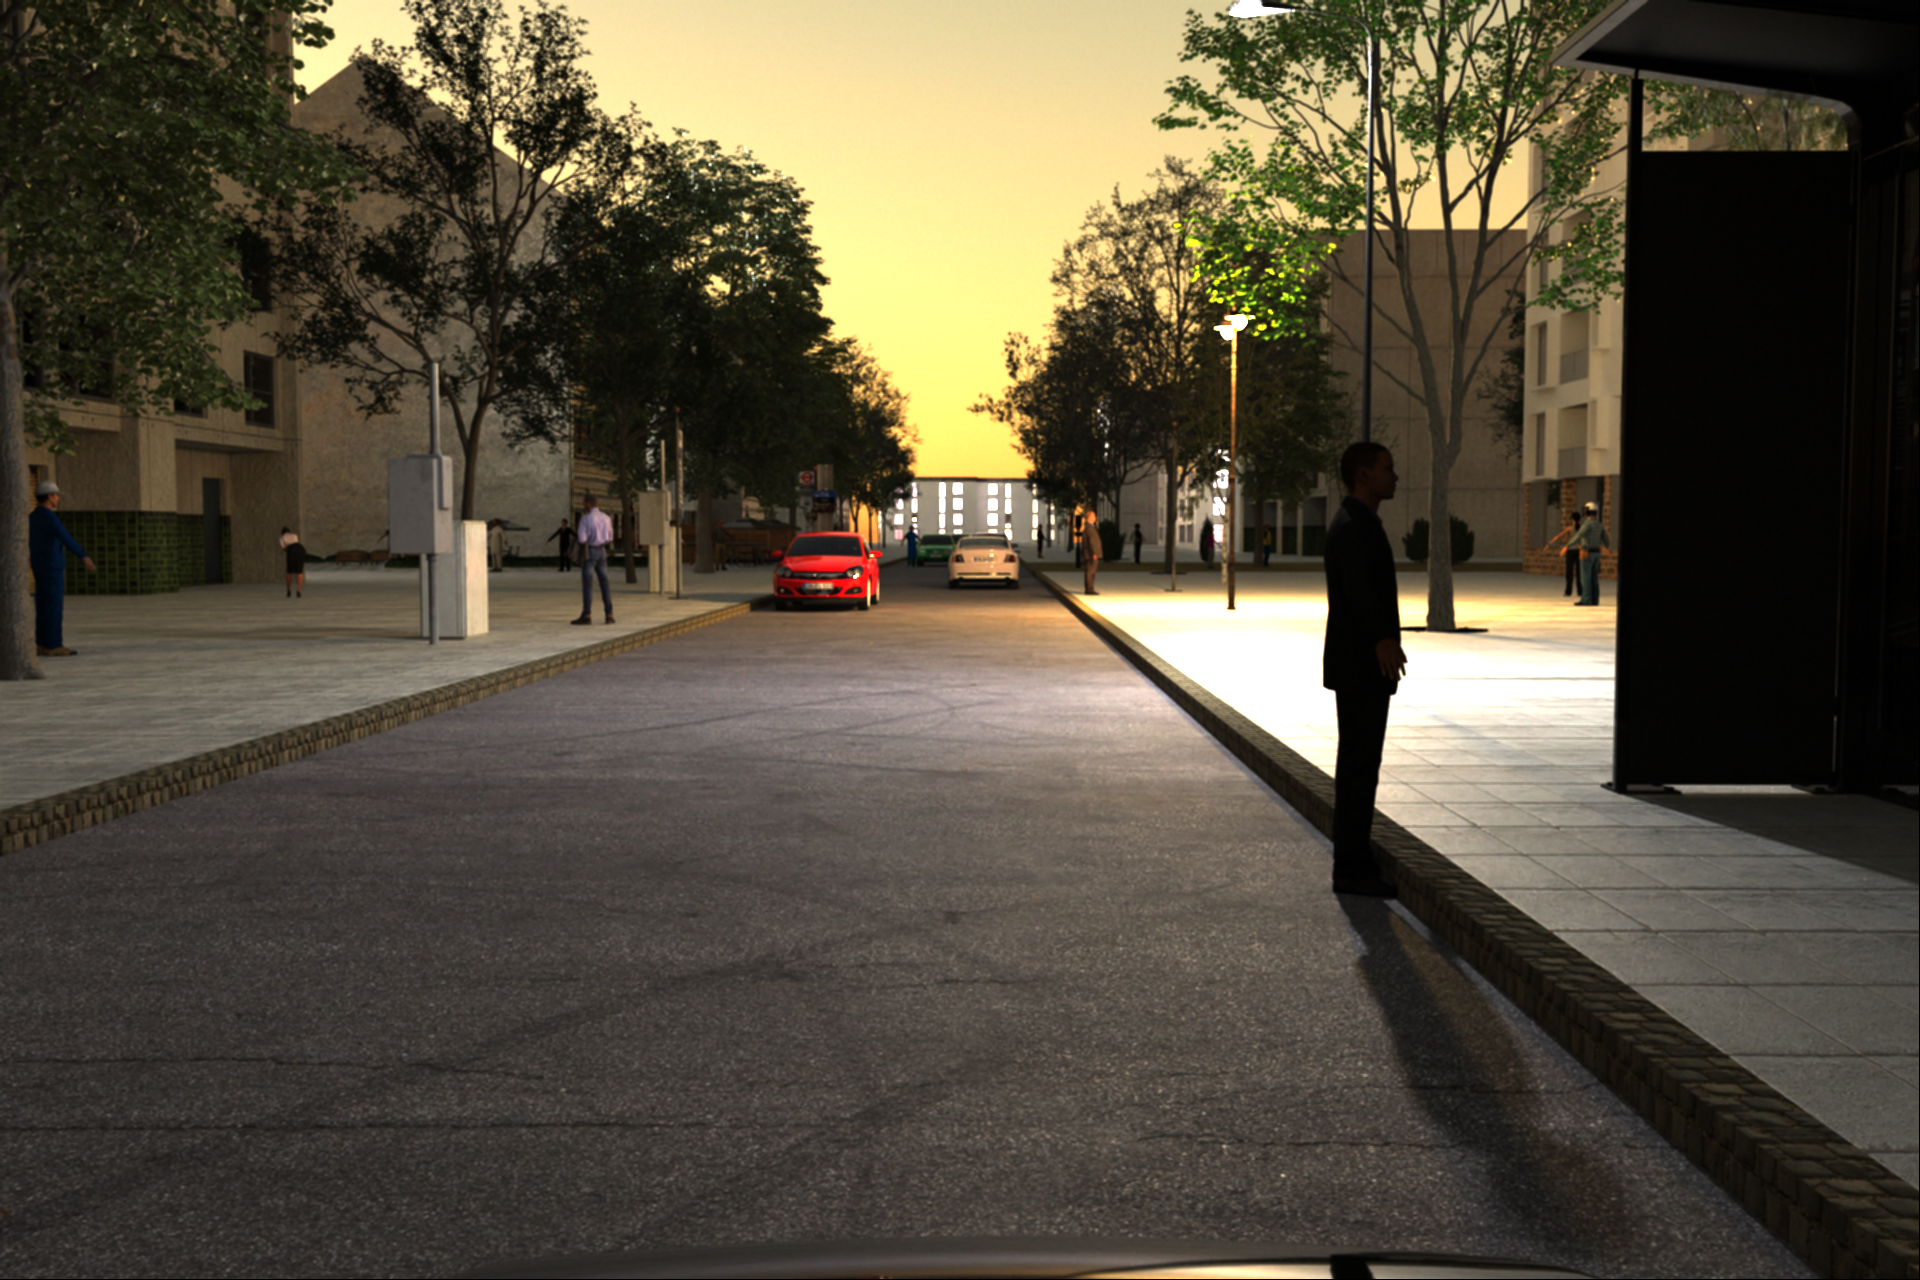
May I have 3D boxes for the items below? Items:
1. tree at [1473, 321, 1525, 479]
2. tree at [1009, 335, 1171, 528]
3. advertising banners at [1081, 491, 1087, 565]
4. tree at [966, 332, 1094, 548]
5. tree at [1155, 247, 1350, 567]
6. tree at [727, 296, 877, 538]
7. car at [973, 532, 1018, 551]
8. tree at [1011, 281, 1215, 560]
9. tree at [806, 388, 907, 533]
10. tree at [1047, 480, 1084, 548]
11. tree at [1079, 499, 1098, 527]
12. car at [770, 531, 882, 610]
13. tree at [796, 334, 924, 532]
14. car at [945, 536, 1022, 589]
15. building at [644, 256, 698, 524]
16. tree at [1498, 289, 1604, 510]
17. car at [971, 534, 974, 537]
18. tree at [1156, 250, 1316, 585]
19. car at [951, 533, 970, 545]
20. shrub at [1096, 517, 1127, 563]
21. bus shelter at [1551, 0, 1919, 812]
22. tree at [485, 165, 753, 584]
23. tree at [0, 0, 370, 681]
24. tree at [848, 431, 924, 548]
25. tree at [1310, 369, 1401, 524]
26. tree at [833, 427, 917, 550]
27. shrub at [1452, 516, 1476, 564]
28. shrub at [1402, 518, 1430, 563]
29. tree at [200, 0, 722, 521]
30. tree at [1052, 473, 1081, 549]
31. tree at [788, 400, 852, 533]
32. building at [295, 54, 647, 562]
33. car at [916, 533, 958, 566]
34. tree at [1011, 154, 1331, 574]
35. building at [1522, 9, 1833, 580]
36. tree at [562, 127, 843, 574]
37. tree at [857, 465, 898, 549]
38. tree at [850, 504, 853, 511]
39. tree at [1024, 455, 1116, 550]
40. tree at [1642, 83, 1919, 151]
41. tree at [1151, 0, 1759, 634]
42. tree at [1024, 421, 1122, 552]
[{"bbox_3d":[28.171,-10.224,77.538,12.009,13.543,11.850,0,3,0],"label":"tree"},{"bbox_3d":[7.656,-11.528,98.858,12.009,13.543,11.850,0,3,0],"label":"tree"},{"bbox_3d":[5.088,-4.590,71.232,0.090,3.025,2.074,0,4,-1],"label":"advertising banners"},{"bbox_3d":[7.067,-18.827,163.707,12.611,20.169,13.585,0,3,0],"label":"tree"},{"bbox_3d":[11.541,-9.151,67.743,7.486,12.596,7.792,0,3,0],"label":"tree"},{"bbox_3d":[-7.813,-10.034,82.186,7.486,12.596,7.792,0,3,0],"label":"tree"},{"bbox_3d":[1.021,-3.028,59.092,1.945,1.707,3.694,0,4,1],"label":"car"},{"bbox_3d":[7.689,-10.701,85.337,12.009,13.543,11.850,0,3,0],"label":"tree"},{"bbox_3d":[-7.556,-12.117,123.864,9.928,11.665,9.643,0,3,0],"label":"tree"},{"bbox_3d":[8.809,-12.434,153.654,4.737,8.622,4.395,0,3,0],"label":"tree"},{"bbox_3d":[21.043,-20.334,250.581,7.486,12.596,7.792,0,3,0],"label":"tree"},{"bbox_3d":[-2.569,-1.517,33.838,2.155,1.783,4.494,0,4,1],"label":"car"},{"bbox_3d":[-7.288,-11.990,106.414,12.009,13.543,11.850,0,3,0],"label":"tree"},{"bbox_3d":[0.624,-2.083,46.427,2.083,1.381,4.827,0,4,0],"label":"car"},{"bbox_3d":[-24.261,-15.788,114.550,16.016,20.090,11.380,0,4,1],"label":"building"},{"bbox_3d":[25.561,-9.782,66.585,9.857,13.997,8.962,0,3,0],"label":"tree"},{"bbox_3d":[1.397,-6.667,120.802,2.131,1.459,4.920,0,4,1],"label":"car"},{"bbox_3d":[6.512,-5.668,43.039,4.360,8.622,3.978,0,3,0],"label":"tree"},{"bbox_3d":[-0.101,-5.255,94.720,1.959,1.807,4.718,0,4,1],"label":"car"},{"bbox_3d":[6.626,-4.490,77.834,1.690,2.028,1.600,0,3,0],"label":"shrub"},{"bbox_3d":[3.713,-0.870,5.508,1.731,3.624,6.357,0,4,1],"label":"bus shelter"},{"bbox_3d":[-8.871,-6.740,44.619,7.601,10.594,8.767,0,4,-7],"label":"tree"},{"bbox_3d":[-8.452,-5.897,14.547,7.486,12.596,7.792,0,3,0],"label":"tree"},{"bbox_3d":[-7.124,-13.641,157.436,8.767,10.594,7.601,2,4,30],"label":"tree"},{"bbox_3d":[17.157,-7.759,77.221,4.360,8.622,3.978,0,3,0],"label":"tree"},{"bbox_3d":[-7.034,-12.554,139.666,8.767,10.594,7.601,2,4,27],"label":"tree"},{"bbox_3d":[21.133,-4.268,73.816,1.661,2.075,1.752,0,3,0],"label":"shrub"},{"bbox_3d":[20.610,-4.486,77.396,1.661,2.075,1.752,0,3,0],"label":"shrub"},{"bbox_3d":[-8.369,-5.776,28.857,8.767,10.594,7.601,-1,4,-13],"label":"tree"},{"bbox_3d":[8.992,-11.872,144.475,4.737,8.622,4.395,0,3,0],"label":"tree"},{"bbox_3d":[-7.680,-8.523,89.706,4.737,8.622,4.395,0,3,0],"label":"tree"},{"bbox_3d":[-27.166,-15.781,88.944,19.493,23.208,18.063,0,4,1],"label":"building"},{"bbox_3d":[-1.036,-4.237,78.066,1.959,1.807,4.718,0,4,1],"label":"car"},{"bbox_3d":[6.833,-8.867,55.349,12.009,13.543,11.850,0,3,0],"label":"tree"},{"bbox_3d":[23.183,-12.064,53.671,16.016,20.090,11.380,0,4,1],"label":"building"},{"bbox_3d":[-8.286,-9.149,56.249,9.857,13.997,8.962,0,3,0],"label":"tree"},{"bbox_3d":[-6.985,-12.160,149.173,4.737,8.622,4.395,0,3,0],"label":"tree"},{"bbox_3d":[-16.741,-18.601,254.492,4.360,8.622,3.978,0,3,0],"label":"tree"},{"bbox_3d":[8.710,-12.372,136.694,8.767,10.594,7.601,2,4,28],"label":"tree"},{"bbox_3d":[6.330,-3.752,11.705,4.360,8.622,3.978,0,3,0],"label":"tree"},{"bbox_3d":[6.366,-5.926,22.639,9.928,11.665,9.643,0,3,0],"label":"tree"},{"bbox_3d":[8.122,-11.562,123.443,7.601,10.594,8.767,-1,4,-12],"label":"tree"}]
